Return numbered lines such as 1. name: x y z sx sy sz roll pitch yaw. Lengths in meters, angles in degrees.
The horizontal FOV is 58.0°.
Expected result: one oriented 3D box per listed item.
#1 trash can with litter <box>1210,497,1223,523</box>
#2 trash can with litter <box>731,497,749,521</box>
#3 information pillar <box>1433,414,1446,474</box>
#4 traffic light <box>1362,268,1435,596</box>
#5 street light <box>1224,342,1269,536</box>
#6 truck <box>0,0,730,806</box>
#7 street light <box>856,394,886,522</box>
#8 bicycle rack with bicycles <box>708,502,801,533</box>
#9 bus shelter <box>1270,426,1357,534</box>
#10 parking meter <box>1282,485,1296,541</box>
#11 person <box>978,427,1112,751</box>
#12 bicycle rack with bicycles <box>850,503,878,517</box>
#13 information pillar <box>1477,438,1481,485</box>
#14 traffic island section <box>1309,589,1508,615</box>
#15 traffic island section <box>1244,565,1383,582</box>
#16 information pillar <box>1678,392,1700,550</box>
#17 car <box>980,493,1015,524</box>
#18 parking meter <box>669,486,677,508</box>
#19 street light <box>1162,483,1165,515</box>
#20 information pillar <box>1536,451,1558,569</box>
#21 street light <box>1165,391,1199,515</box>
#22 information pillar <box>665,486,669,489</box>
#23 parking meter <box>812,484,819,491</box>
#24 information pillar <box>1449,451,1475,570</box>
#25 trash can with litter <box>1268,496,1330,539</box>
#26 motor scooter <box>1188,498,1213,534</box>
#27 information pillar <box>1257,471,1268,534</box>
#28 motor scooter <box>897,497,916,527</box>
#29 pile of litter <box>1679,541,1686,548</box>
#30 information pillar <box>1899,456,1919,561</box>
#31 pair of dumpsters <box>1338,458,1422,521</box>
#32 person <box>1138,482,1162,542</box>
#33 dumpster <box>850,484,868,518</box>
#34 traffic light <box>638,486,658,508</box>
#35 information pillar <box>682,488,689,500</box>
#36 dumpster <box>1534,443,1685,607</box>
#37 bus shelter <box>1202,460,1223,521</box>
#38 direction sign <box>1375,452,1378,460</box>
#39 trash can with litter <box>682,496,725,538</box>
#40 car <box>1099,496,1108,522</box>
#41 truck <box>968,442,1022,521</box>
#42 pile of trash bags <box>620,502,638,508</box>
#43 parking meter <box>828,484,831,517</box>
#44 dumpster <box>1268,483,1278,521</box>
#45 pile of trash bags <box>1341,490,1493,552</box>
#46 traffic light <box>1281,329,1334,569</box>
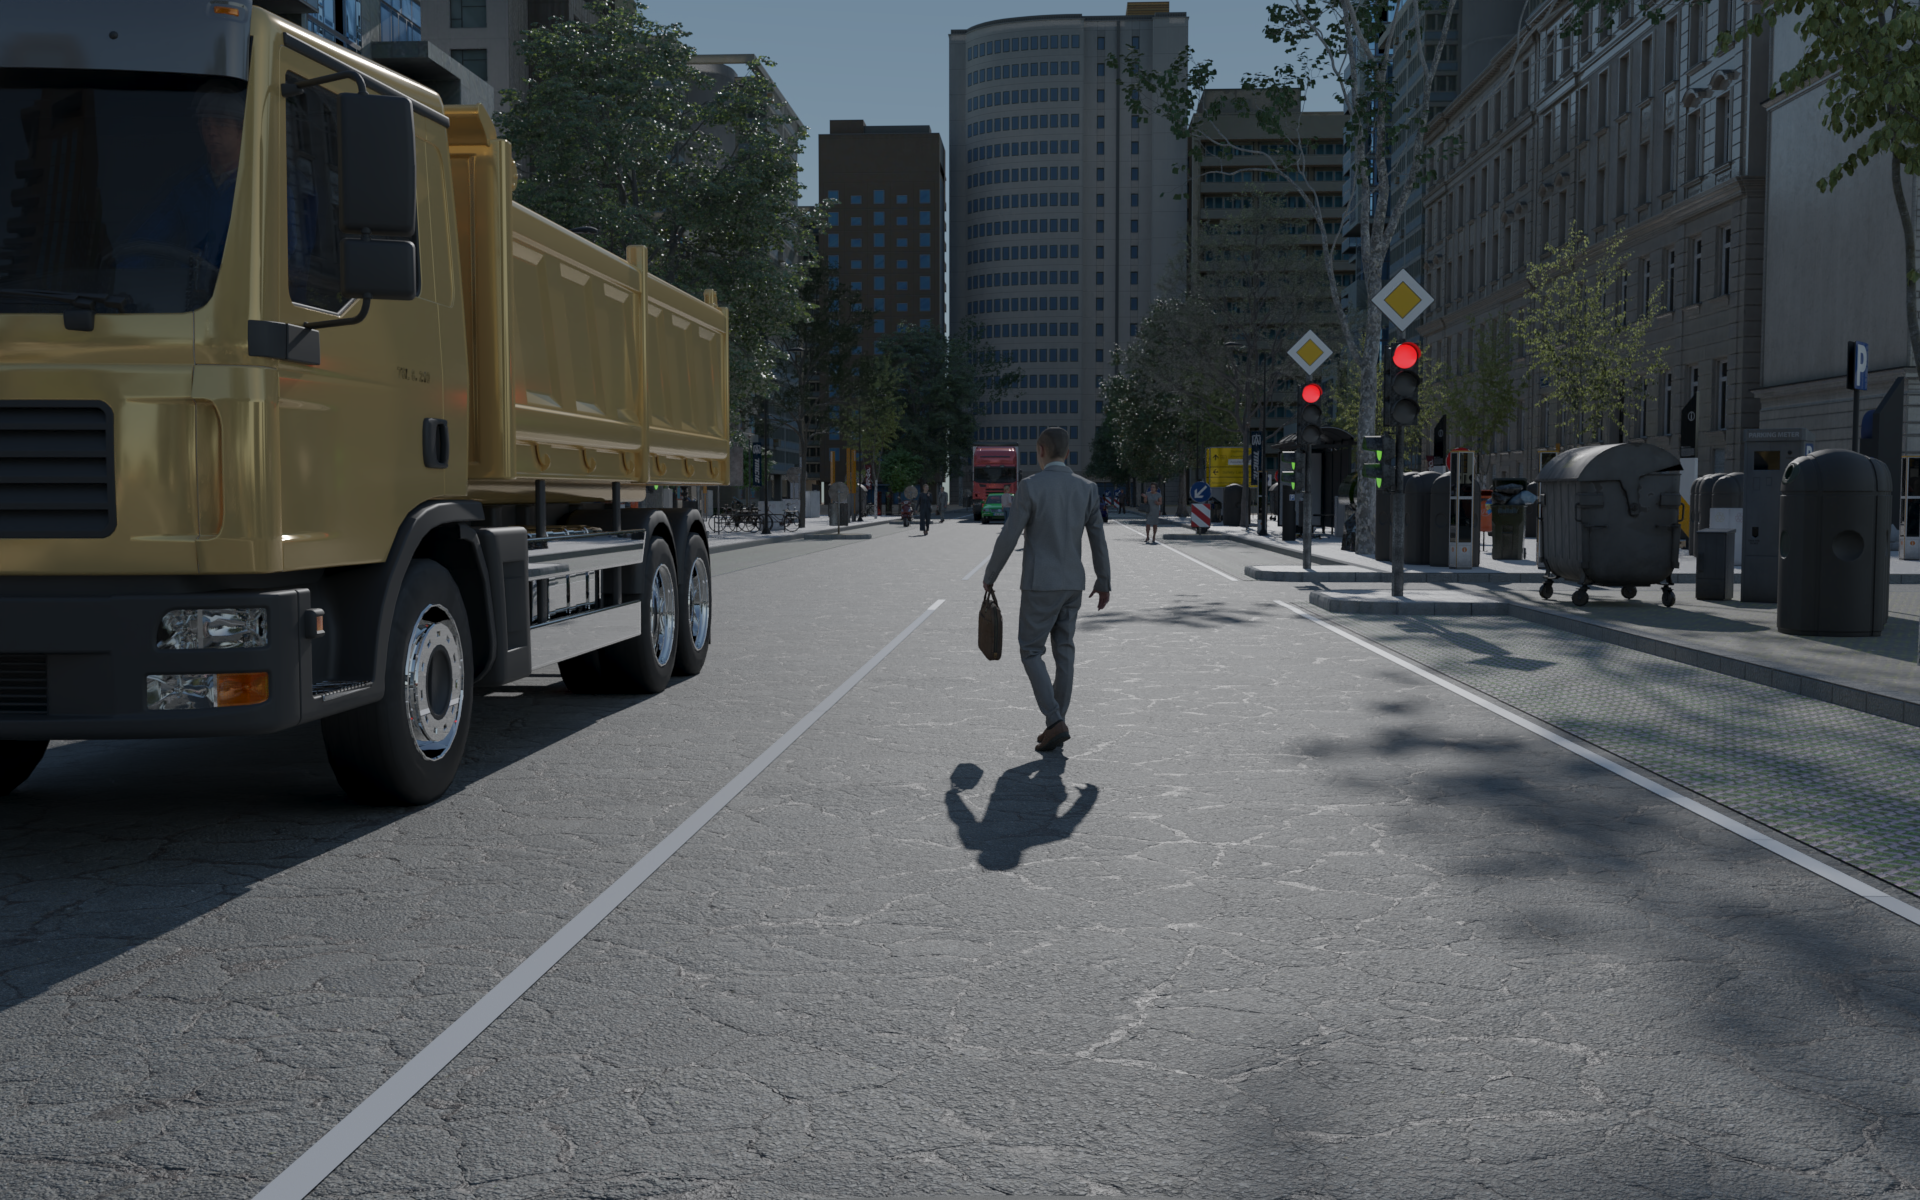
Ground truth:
1. trash can with litter: 11.665 -4.038 77.413 1.055 1.170 0.624 2 4 23
2. trash can with litter: -9.927 -4.144 79.139 1.055 1.170 0.624 0 4 -5
3. information pillar: 14.125 -3.648 51.001 0.183 3.616 0.504 -1 4 -21
4. traffic light: 5.486 -2.004 21.681 0.839 4.253 0.868 0 4 3
5. street light: 8.790 -4.930 53.151 1.470 5.913 1.316 0 4 3
6. truck: -3.519 -0.870 10.144 3.469 3.379 9.791 0 4 3
7. street light: -4.125 -6.611 80.626 1.470 5.913 1.316 0 4 3
8. bicycle rack with bicycles: -7.105 -2.718 57.815 2.925 0.926 2.852 1 4 18
9. bus shelter: 11.091 -3.697 54.374 2.014 3.302 5.546 0 4 3
10. parking meter: 9.025 -2.391 47.496 0.372 1.533 0.369 0 3 0
11. person: 0.499 -0.078 9.889 0.709 1.813 0.853 -2 4 -27
12. bicycle rack with bicycles: -6.053 -5.146 97.524 2.925 0.926 2.852 -1 4 -13
13. information pillar: 21.563 -4.936 72.053 0.183 3.616 0.504 1 4 21
14. traffic island section: 5.525 0.030 21.793 2.009 0.180 2.903 0 4 3
15. traffic island section: 5.984 -0.458 29.765 2.009 0.180 2.903 0 4 3
16. information pillar: 16.784 -2.967 39.868 0.183 3.616 0.504 -1 4 -20
17. car: 2.002 -4.592 83.869 1.959 1.807 4.718 0 4 4
18. parking meter: -16.755 -5.841 101.208 0.399 1.863 0.255 1 4 22
19. street light: 11.737 -8.040 103.999 1.470 5.913 1.316 0 4 3
20. information pillar: 10.032 -1.536 29.609 0.304 2.012 0.304 1 4 13
21. street light: 10.188 -6.467 78.274 1.470 5.913 1.316 0 4 3
22. information pillar: -17.454 -6.066 103.668 0.304 2.012 0.304 2 4 33
23. parking meter: -8.046 -5.553 96.496 0.399 1.863 0.255 -1 4 -9
24. information pillar: 8.550 -1.531 29.527 0.304 2.012 0.304 -1 4 -9
25. trash can with litter: 9.857 -2.373 49.859 1.678 1.210 2.233 0 4 -1
26. motor scooter: 7.912 -2.699 56.902 0.815 1.314 1.986 0 4 2
27. information pillar: 9.677 -3.114 55.403 0.304 2.012 0.304 1 4 16
28. motor scooter: -2.337 -3.866 75.980 0.815 1.314 1.986 0 4 2
29. pile of litter: 17.048 -1.702 41.801 1.176 0.858 1.719 3 4 37
30. information pillar: 18.358 -1.770 33.428 0.304 2.012 0.304 1 4 11
31. pair of dumpsters: 11.607 -2.779 47.930 1.574 2.255 4.437 0 4 3
32. person: 5.643 -2.615 51.614 0.716 1.782 0.532 1 4 19
33. dumpster: -5.768 -5.447 94.825 1.264 1.857 1.865 0 4 3
34. traffic light: -5.548 -2.531 30.297 0.839 4.253 0.868 0 4 3
35. information pillar: -15.725 -5.795 99.232 0.304 2.012 0.304 0 4 0
36. dumpster: 7.625 -0.893 20.365 1.264 1.857 1.865 0 4 3
37. bus shelter: 12.506 -5.315 80.816 2.014 3.302 5.546 0 4 3
38. direction sign: 20.448 -5.723 85.563 0.379 3.537 0.876 -1 4 -11
39. trash can with litter: -8.123 -2.414 50.529 2.233 1.210 1.678 2 4 28
40. car: 6.691 -4.687 89.220 1.945 1.354 3.894 0 4 1
41. truck: 1.998 -6.555 96.091 2.839 4.237 11.283 0 4 2
42. pile of trash bags: -15.632 -4.197 78.377 3.447 1.369 1.912 2 4 35
43. parking meter: -7.088 -5.481 95.317 0.255 1.863 0.399 1 4 17
44. dumpster: 15.665 -4.776 83.839 1.264 1.857 1.865 0 4 3
45. pile of trash bags: 10.289 -1.776 38.784 3.447 1.369 1.912 1 4 13
46. traffic light: 5.945 -2.491 29.653 0.839 4.253 0.868 0 4 3
